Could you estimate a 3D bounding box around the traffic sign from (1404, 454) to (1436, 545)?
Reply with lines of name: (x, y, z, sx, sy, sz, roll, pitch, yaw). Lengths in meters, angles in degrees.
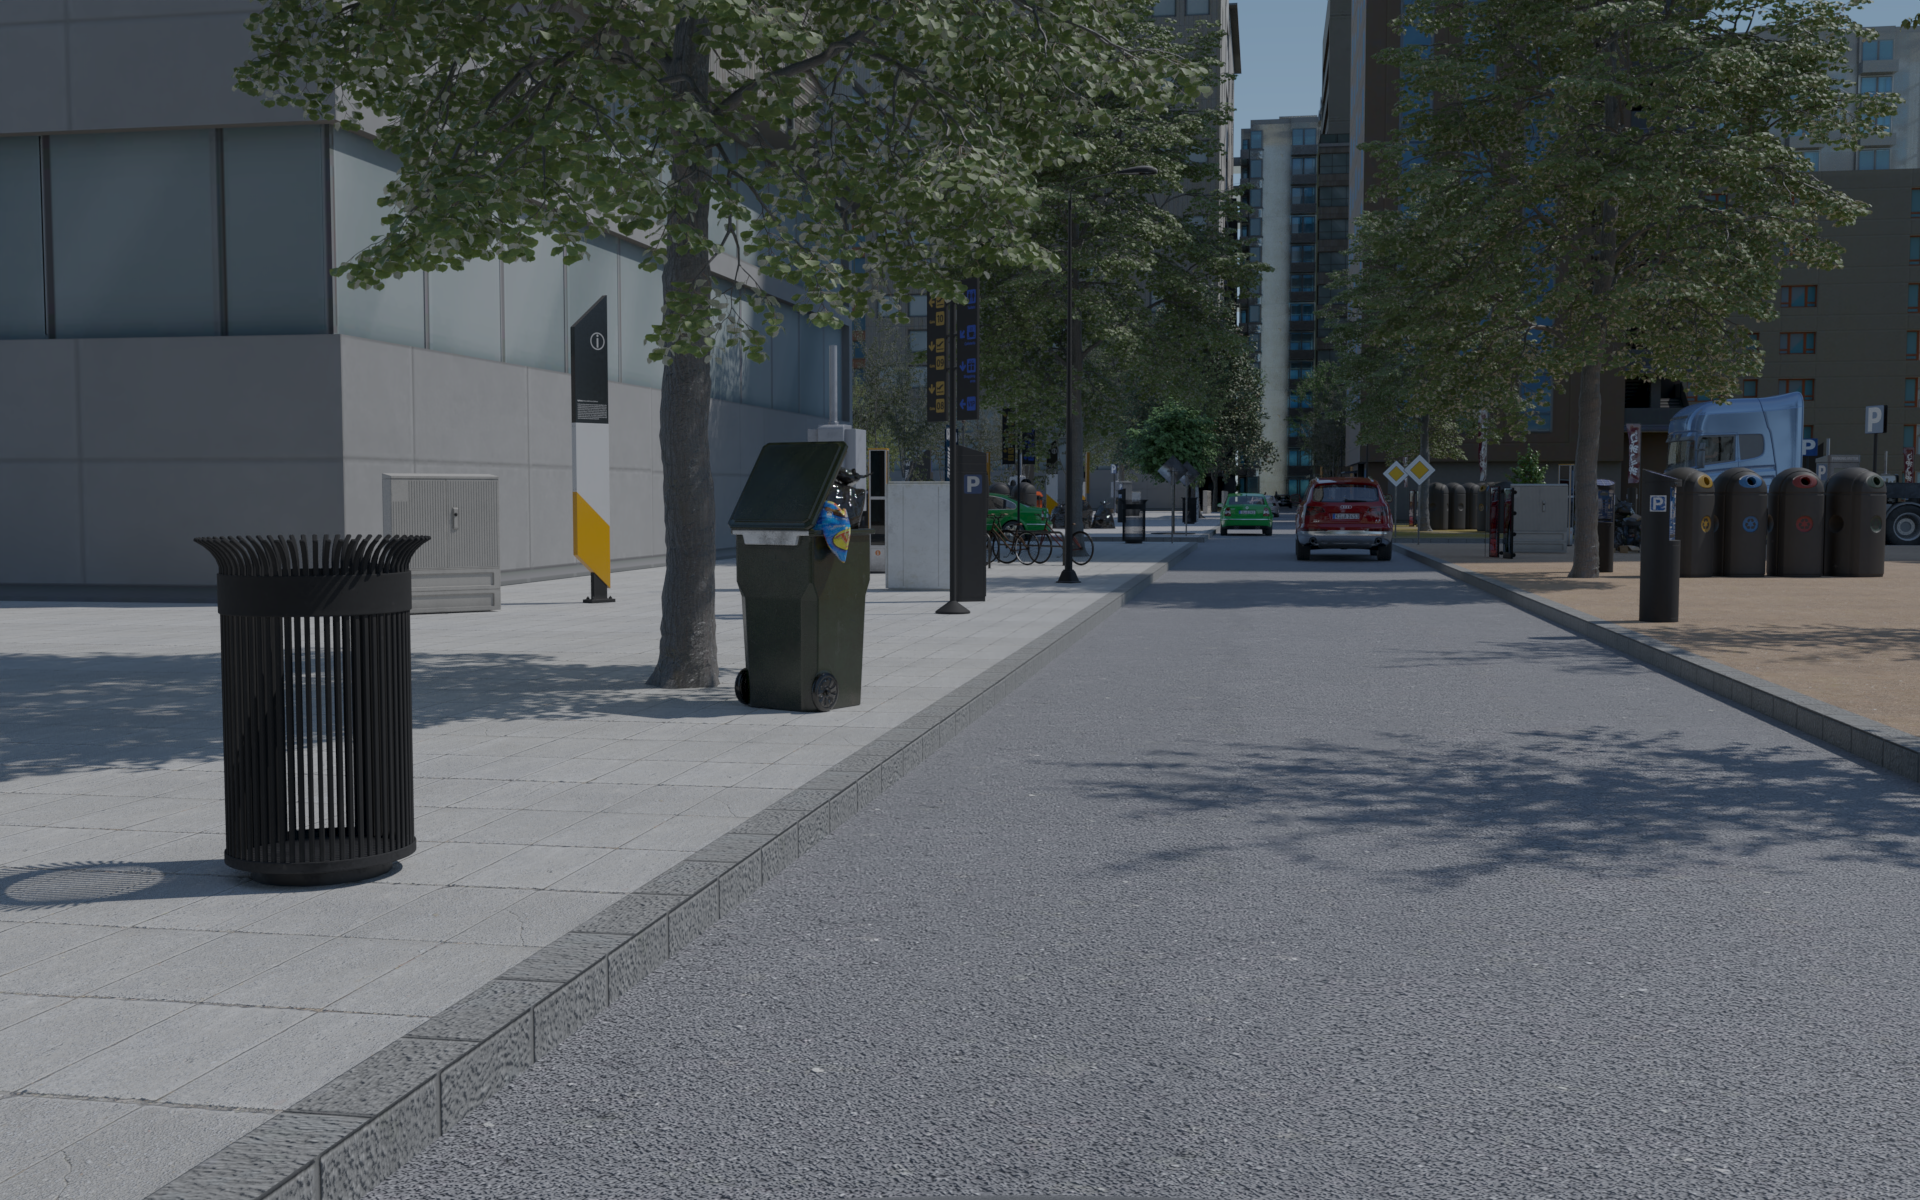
traffic sign: (11.607, -2.456, 43.803, 0.795, 2.450, 0.064, 1, 4, 10)

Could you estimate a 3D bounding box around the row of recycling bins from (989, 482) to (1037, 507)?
row of recycling bins: (0.927, -3.250, 60.254, 3.534, 1.692, 1.069, -1, 4, -10)

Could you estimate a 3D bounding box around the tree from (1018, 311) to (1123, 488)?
tree: (4.413, -7.185, 67.843, 4.360, 8.622, 3.978, 0, 3, 0)

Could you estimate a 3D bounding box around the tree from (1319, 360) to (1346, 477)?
tree: (28.274, -12.532, 130.648, 9.928, 11.665, 9.643, 0, 3, 0)

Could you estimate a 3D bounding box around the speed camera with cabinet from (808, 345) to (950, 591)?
speed camera with cabinet: (-0.977, -1.764, 23.176, 2.038, 3.252, 0.660, 1, 4, 12)

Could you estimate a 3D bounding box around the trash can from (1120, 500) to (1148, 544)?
trash can: (4.513, -2.036, 44.945, 0.748, 1.137, 0.748, 0, 3, 0)

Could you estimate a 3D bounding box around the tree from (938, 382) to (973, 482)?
tree: (-2.460, -8.036, 81.755, 4.360, 8.622, 3.978, 0, 3, 0)

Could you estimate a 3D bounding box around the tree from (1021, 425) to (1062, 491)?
tree: (5.146, -10.794, 126.836, 4.737, 8.622, 4.395, 0, 3, 0)

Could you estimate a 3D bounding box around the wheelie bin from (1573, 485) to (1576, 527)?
wheelie bin: (21.721, -3.233, 60.773, 0.980, 1.594, 0.693, 3, 5, 42)

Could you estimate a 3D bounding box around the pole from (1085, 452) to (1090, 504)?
pole: (6.227, -5.554, 84.646, 0.158, 3.312, 0.155, 0, 3, 0)

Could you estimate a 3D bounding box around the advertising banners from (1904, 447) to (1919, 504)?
advertising banners: (35.391, -4.120, 63.545, 0.090, 3.025, 2.074, -1, 4, -15)

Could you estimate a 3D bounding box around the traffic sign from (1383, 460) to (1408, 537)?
traffic sign: (12.999, -2.937, 51.667, 0.795, 2.450, 0.064, 1, 4, 10)

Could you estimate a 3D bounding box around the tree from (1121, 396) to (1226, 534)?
tree: (6.936, -4.391, 55.512, 4.285, 4.588, 4.351, 0, 3, 0)

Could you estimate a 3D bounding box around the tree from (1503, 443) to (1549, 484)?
tree: (21.388, -4.337, 65.515, 1.663, 3.219, 1.824, 0, 3, 0)

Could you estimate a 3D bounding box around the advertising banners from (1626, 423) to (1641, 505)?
advertising banners: (17.318, -2.875, 43.195, 2.074, 3.025, 0.090, -2, 4, -27)

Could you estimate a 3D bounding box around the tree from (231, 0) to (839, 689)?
tree: (-1.717, -5.721, 11.658, 7.486, 12.596, 7.792, 0, 3, 0)

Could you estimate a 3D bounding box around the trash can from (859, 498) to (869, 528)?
trash can: (-3.587, -3.250, 64.784, 0.748, 1.137, 0.748, 0, 3, 0)

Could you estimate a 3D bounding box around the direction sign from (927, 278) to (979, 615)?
direction sign: (-0.078, -1.622, 18.509, 0.379, 3.537, 0.876, -3, 4, -38)

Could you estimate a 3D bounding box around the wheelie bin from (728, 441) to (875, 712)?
wheelie bin: (-0.960, -0.157, 10.481, 0.980, 1.594, 0.693, 2, 4, 34)

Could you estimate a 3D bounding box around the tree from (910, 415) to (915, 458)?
tree: (-5.070, -10.443, 121.097, 4.737, 8.622, 4.395, 0, 3, 0)

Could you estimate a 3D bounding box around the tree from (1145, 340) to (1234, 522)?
tree: (10.785, -7.936, 80.115, 4.737, 8.622, 4.395, 0, 3, 0)

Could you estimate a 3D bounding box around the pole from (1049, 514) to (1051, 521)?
pole: (3.876, -5.015, 75.833, 0.158, 3.312, 0.155, 0, 3, 0)

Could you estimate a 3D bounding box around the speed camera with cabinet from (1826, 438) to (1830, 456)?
speed camera with cabinet: (31.246, -4.081, 61.056, 0.660, 3.252, 2.038, -1, 4, -18)

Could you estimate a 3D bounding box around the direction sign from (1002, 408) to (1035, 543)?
direction sign: (1.540, -3.270, 45.459, 0.876, 3.537, 0.379, 1, 4, 12)

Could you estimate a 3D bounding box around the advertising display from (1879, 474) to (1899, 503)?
advertising display: (30.249, -3.148, 56.684, 0.123, 1.923, 0.974, -1, 4, -20)

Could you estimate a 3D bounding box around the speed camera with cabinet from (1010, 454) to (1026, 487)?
speed camera with cabinet: (2.518, -5.670, 87.047, 0.660, 3.252, 2.038, -2, 4, -31)

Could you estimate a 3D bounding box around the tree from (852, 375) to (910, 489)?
tree: (-6.444, -9.878, 111.862, 4.737, 8.622, 4.395, 0, 3, 0)

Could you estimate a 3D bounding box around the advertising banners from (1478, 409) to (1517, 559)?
advertising banners: (10.836, -2.375, 35.021, 0.090, 3.025, 2.074, 0, 4, -3)

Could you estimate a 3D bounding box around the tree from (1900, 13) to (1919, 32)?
tree: (11.048, -4.017, 16.042, 4.737, 8.622, 4.395, 0, 3, 0)

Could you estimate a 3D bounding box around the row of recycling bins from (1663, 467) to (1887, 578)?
row of recycling bins: (12.551, -1.215, 26.971, 3.534, 1.692, 1.069, 0, 4, -2)

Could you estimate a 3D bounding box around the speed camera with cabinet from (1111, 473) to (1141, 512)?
speed camera with cabinet: (11.761, -7.858, 122.820, 2.038, 3.252, 0.660, -1, 4, -14)

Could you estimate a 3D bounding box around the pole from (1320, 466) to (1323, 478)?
pole: (25.835, -7.948, 123.796, 0.158, 3.312, 0.155, 0, 3, 0)

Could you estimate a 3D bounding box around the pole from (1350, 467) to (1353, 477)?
pole: (27.170, -7.725, 120.152, 0.158, 3.312, 0.155, 0, 3, 0)

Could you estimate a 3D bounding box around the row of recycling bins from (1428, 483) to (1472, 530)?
row of recycling bins: (18.097, -3.396, 62.644, 3.534, 1.692, 1.069, -3, 4, -38)

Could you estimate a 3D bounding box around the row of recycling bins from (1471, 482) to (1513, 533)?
row of recycling bins: (18.116, -3.127, 58.243, 1.069, 1.692, 3.534, 0, 4, 8)

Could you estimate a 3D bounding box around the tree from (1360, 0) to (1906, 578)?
tree: (10.003, -6.603, 26.093, 7.486, 12.596, 7.792, 0, 3, 0)

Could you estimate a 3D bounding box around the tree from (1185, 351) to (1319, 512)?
tree: (17.908, -11.975, 121.542, 9.928, 11.665, 9.643, 0, 3, 0)

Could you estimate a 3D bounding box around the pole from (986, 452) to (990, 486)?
pole: (1.366, -5.505, 83.853, 0.158, 3.312, 0.155, 0, 3, 0)

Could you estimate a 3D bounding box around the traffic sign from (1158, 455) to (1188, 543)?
traffic sign: (5.511, -2.523, 44.899, 0.795, 2.450, 0.064, 1, 4, 10)

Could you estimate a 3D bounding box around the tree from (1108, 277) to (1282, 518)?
tree: (12.387, -10.689, 91.769, 9.611, 12.733, 9.660, 0, 3, 0)

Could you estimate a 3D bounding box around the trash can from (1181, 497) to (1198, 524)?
trash can: (9.832, -3.826, 74.202, 0.748, 1.137, 0.748, 0, 3, 0)

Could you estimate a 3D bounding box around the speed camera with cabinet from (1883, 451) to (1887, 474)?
speed camera with cabinet: (41.875, -5.231, 79.857, 2.038, 3.252, 0.660, 2, 4, 25)

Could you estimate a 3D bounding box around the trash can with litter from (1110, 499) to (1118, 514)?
trash can with litter: (10.235, -6.268, 113.873, 1.055, 1.170, 0.624, 1, 4, 11)

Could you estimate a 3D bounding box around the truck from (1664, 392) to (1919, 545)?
truck: (27.873, -3.419, 45.660, 18.799, 4.110, 2.967, 1, 4, 8)

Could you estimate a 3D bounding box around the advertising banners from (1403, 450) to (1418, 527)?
advertising banners: (17.868, -4.417, 68.405, 0.090, 3.025, 2.074, 0, 4, -6)

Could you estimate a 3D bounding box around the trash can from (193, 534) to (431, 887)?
trash can: (-2.164, 0.355, 5.845, 0.748, 1.137, 0.748, 0, 3, 0)

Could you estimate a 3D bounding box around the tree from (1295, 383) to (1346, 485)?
tree: (24.765, -10.174, 116.701, 4.360, 8.622, 3.978, 0, 3, 0)

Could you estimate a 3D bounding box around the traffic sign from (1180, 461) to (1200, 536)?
traffic sign: (6.903, -3.004, 52.762, 0.795, 2.450, 0.064, 1, 4, 10)

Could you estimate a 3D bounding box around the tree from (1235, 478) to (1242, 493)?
tree: (27.252, -10.915, 173.059, 1.663, 3.219, 1.824, 0, 3, 0)

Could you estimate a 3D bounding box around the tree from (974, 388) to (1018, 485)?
tree: (3.486, -8.814, 94.466, 4.360, 8.622, 3.978, 0, 3, 0)

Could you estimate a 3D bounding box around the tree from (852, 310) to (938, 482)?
tree: (-3.594, -7.161, 67.438, 4.360, 8.622, 3.978, 0, 3, 0)
